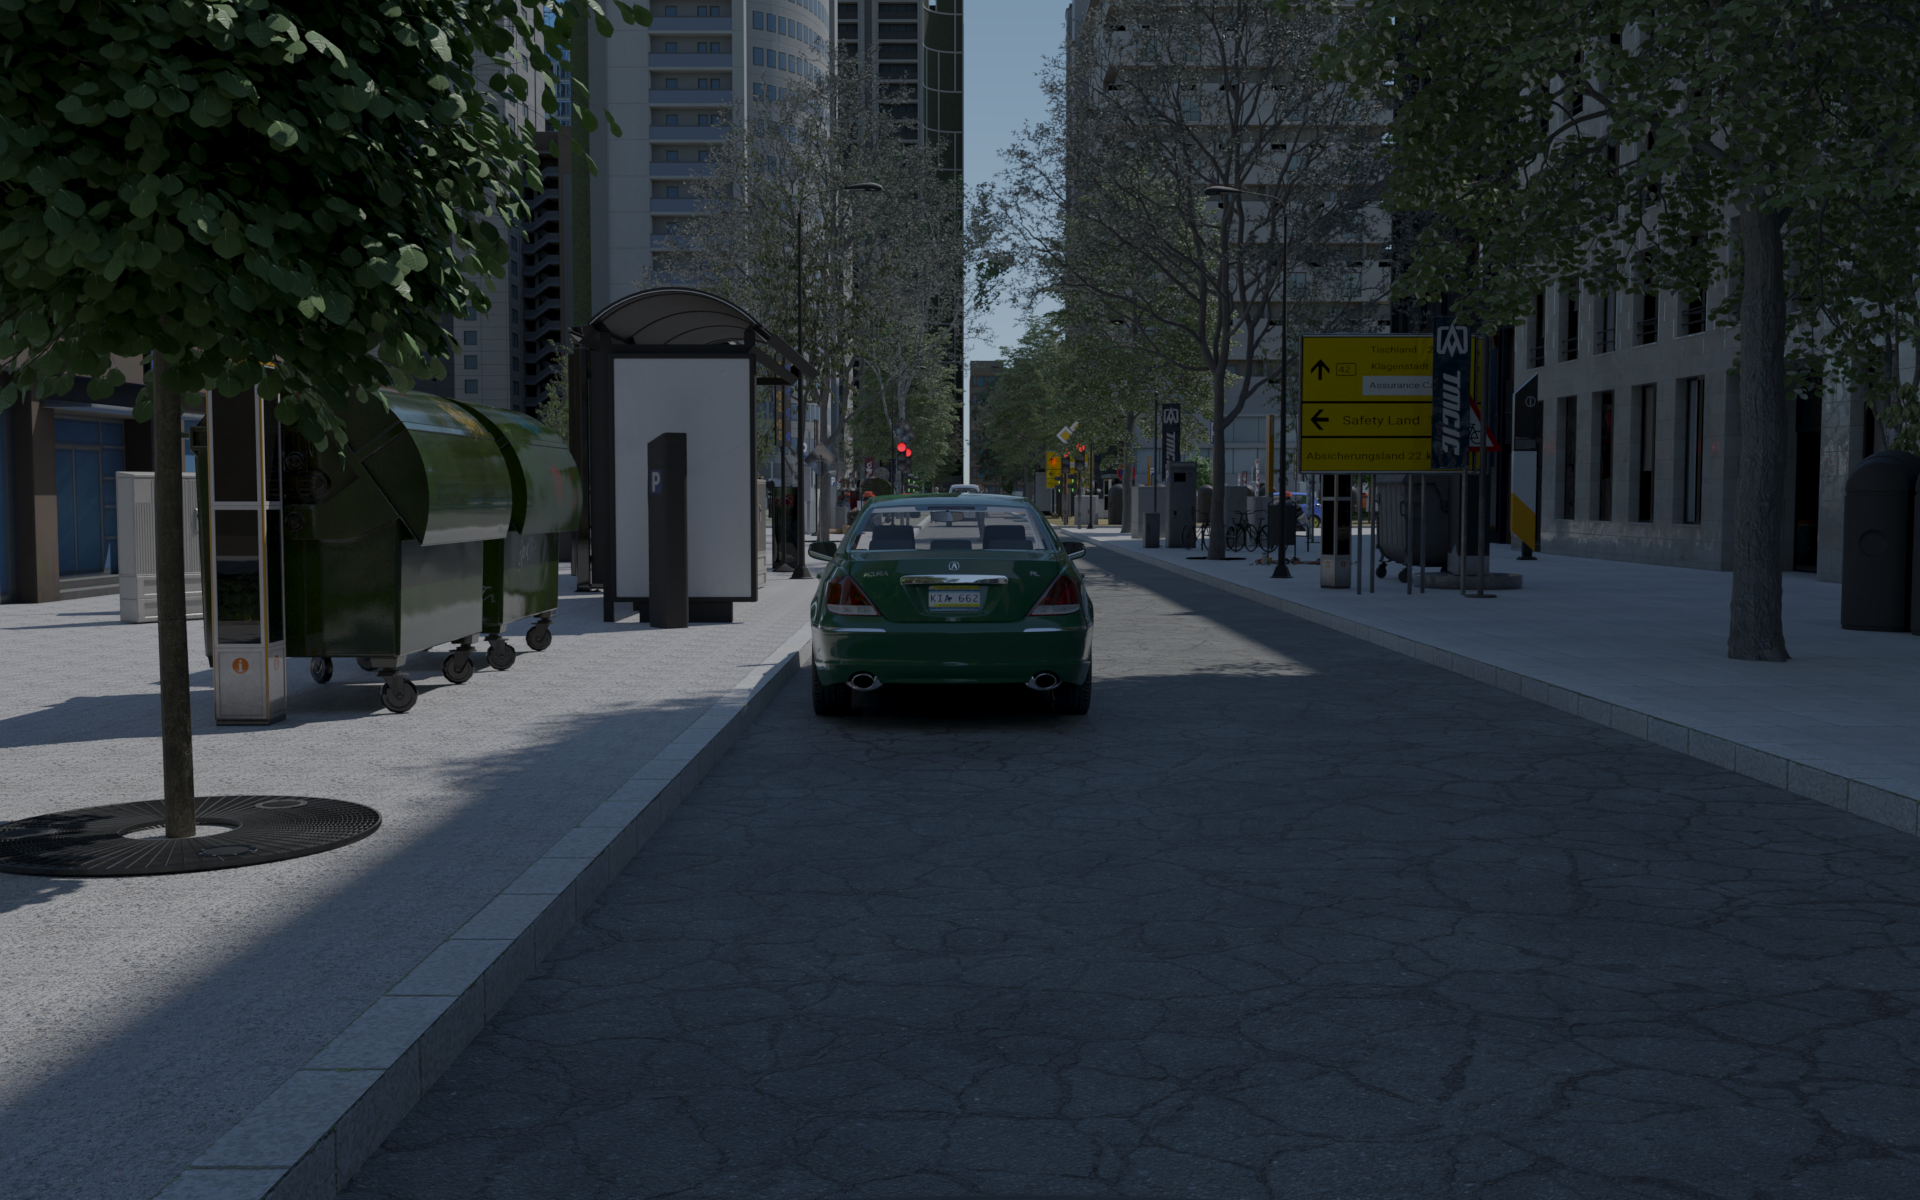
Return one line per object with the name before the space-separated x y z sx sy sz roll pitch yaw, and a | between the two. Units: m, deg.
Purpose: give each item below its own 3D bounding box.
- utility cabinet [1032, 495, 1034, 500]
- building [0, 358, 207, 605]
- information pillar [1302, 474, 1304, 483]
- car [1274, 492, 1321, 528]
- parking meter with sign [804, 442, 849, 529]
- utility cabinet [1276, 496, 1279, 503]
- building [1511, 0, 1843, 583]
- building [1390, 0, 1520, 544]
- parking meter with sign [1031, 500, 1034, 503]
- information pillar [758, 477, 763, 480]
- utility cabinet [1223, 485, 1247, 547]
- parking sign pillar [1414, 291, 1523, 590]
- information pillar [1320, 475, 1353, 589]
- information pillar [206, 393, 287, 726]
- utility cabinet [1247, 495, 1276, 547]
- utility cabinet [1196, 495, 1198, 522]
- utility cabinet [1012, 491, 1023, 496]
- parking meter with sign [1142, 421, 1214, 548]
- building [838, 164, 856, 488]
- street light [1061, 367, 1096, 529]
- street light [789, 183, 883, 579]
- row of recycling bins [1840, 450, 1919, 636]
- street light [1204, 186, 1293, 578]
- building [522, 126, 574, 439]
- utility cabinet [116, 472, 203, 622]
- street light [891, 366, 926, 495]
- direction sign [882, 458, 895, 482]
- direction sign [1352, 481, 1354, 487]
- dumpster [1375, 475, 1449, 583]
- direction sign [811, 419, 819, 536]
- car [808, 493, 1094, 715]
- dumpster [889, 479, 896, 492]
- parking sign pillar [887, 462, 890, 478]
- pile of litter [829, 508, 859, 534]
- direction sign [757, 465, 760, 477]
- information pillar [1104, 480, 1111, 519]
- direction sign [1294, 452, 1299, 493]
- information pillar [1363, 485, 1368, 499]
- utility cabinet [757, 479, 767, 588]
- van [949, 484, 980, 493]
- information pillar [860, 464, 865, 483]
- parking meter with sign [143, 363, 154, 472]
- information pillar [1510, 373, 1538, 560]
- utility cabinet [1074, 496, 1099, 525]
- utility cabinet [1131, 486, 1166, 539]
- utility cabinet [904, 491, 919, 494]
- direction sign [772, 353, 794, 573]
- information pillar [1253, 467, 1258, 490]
utility cabinet | 6.512 -8.147 144.365 1.020 1.237 0.306 -2 4 -31
building | -17.495 -22.705 21.345 14.600 45.320 14.200 0 4 0
information pillar | 26.864 -8.825 135.636 0.183 3.616 0.504 0 4 -4
car | 12.592 -3.629 68.926 3.694 1.707 1.945 0 3 0
parking meter with sign | -4.489 -3.735 57.330 1.738 3.016 0.543 2 4 26
utility cabinet | 9.620 -2.619 53.979 0.306 1.237 1.020 3 5 42
building | 17.786 -10.749 30.491 10.420 20.320 16.860 0 4 0
building | 19.901 -13.298 47.100 12.332 23.373 15.834 0 4 0
parking meter with sign | 5.287 -7.276 115.230 0.543 3.016 1.738 -3 5 -44
information pillar | -8.412 -4.164 72.576 0.304 2.012 0.304 0 4 5
utility cabinet | 6.598 -2.039 42.015 0.318 1.500 1.173 2 4 33
parking sign pillar | 6.993 -2.157 23.738 1.447 3.967 1.447 1 4 10
information pillar | 5.110 -1.163 23.507 0.304 2.012 0.304 -2 4 -31
information pillar | -3.972 -0.316 9.651 0.304 2.012 0.304 0 4 -2
utility cabinet | 7.312 -1.906 42.324 0.306 1.237 1.020 -1 4 -12
utility cabinet | 10.588 -4.135 78.769 0.306 1.237 1.020 -1 4 -10
utility cabinet | 4.780 -8.296 144.316 0.318 1.500 1.173 2 4 34
parking meter with sign | 5.230 -2.743 41.116 1.738 3.016 0.543 0 4 -6
building | -24.153 -30.908 197.223 23.993 40.220 32.217 0 4 0
street light | 4.261 -5.553 63.339 1.470 5.913 1.316 0 4 0
street light | -1.857 -3.270 26.007 1.470 5.913 1.316 0 4 0
row of recycling bins | 9.262 -0.490 15.122 1.069 1.692 3.534 -1 4 -21
street light | 4.379 -3.289 26.324 1.470 5.913 1.316 0 4 0
building | -43.289 -34.028 206.463 14.200 45.320 14.600 0 4 0
utility cabinet | -7.892 -0.543 17.556 0.318 1.500 1.173 2 4 32
street light | -1.917 -5.536 63.053 1.470 5.913 1.316 0 4 0
direction sign | -4.552 -7.226 110.148 0.876 3.537 0.379 1 4 17
direction sign | 30.256 -8.643 133.304 0.379 3.537 0.876 -1 4 -19
dumpster | 6.923 -1.215 25.616 1.264 1.857 1.865 0 4 0
direction sign | -4.373 -3.717 52.767 0.379 3.537 0.876 0 4 2
car | -0.085 -0.054 12.679 2.131 1.459 4.920 0 4 -1
dumpster | -4.800 -6.838 114.297 1.502 2.255 1.985 0 4 0
parking sign pillar | -5.990 -9.090 137.093 1.447 3.967 1.447 0 4 -7
pile of litter | -3.640 -2.541 55.514 1.176 0.858 1.719 0 4 -7
direction sign | -13.522 -7.552 115.470 0.379 3.537 0.876 1 4 20
information pillar | 7.522 -5.132 88.395 0.304 2.012 0.304 2 4 25
direction sign | 18.066 -6.184 93.113 0.379 3.537 0.876 2 4 25
information pillar | 30.399 -8.484 130.069 0.504 3.616 0.183 0 4 -5
utility cabinet | -2.843 -0.894 23.293 0.318 1.500 1.173 0 4 4
van | 0.210 -4.283 77.040 2.013 2.044 4.112 0 4 0
information pillar | -6.826 -8.028 122.615 0.504 3.616 0.183 2 4 29
parking meter with sign | -8.078 -1.410 19.314 1.738 3.016 0.543 -1 4 -13
information pillar | 10.936 -2.580 33.539 0.504 3.616 0.183 -1 4 -8
utility cabinet | 5.291 -3.756 72.578 1.020 1.237 0.306 2 4 35
utility cabinet | 5.382 -2.475 49.138 1.173 1.500 0.318 -3 4 -37
utility cabinet | -3.530 -7.063 124.161 1.173 1.500 0.318 0 4 1
direction sign | -2.900 -2.226 28.393 0.379 3.537 0.876 1 4 10
information pillar | 23.270 -8.855 136.133 0.504 3.616 0.183 -2 4 -35
